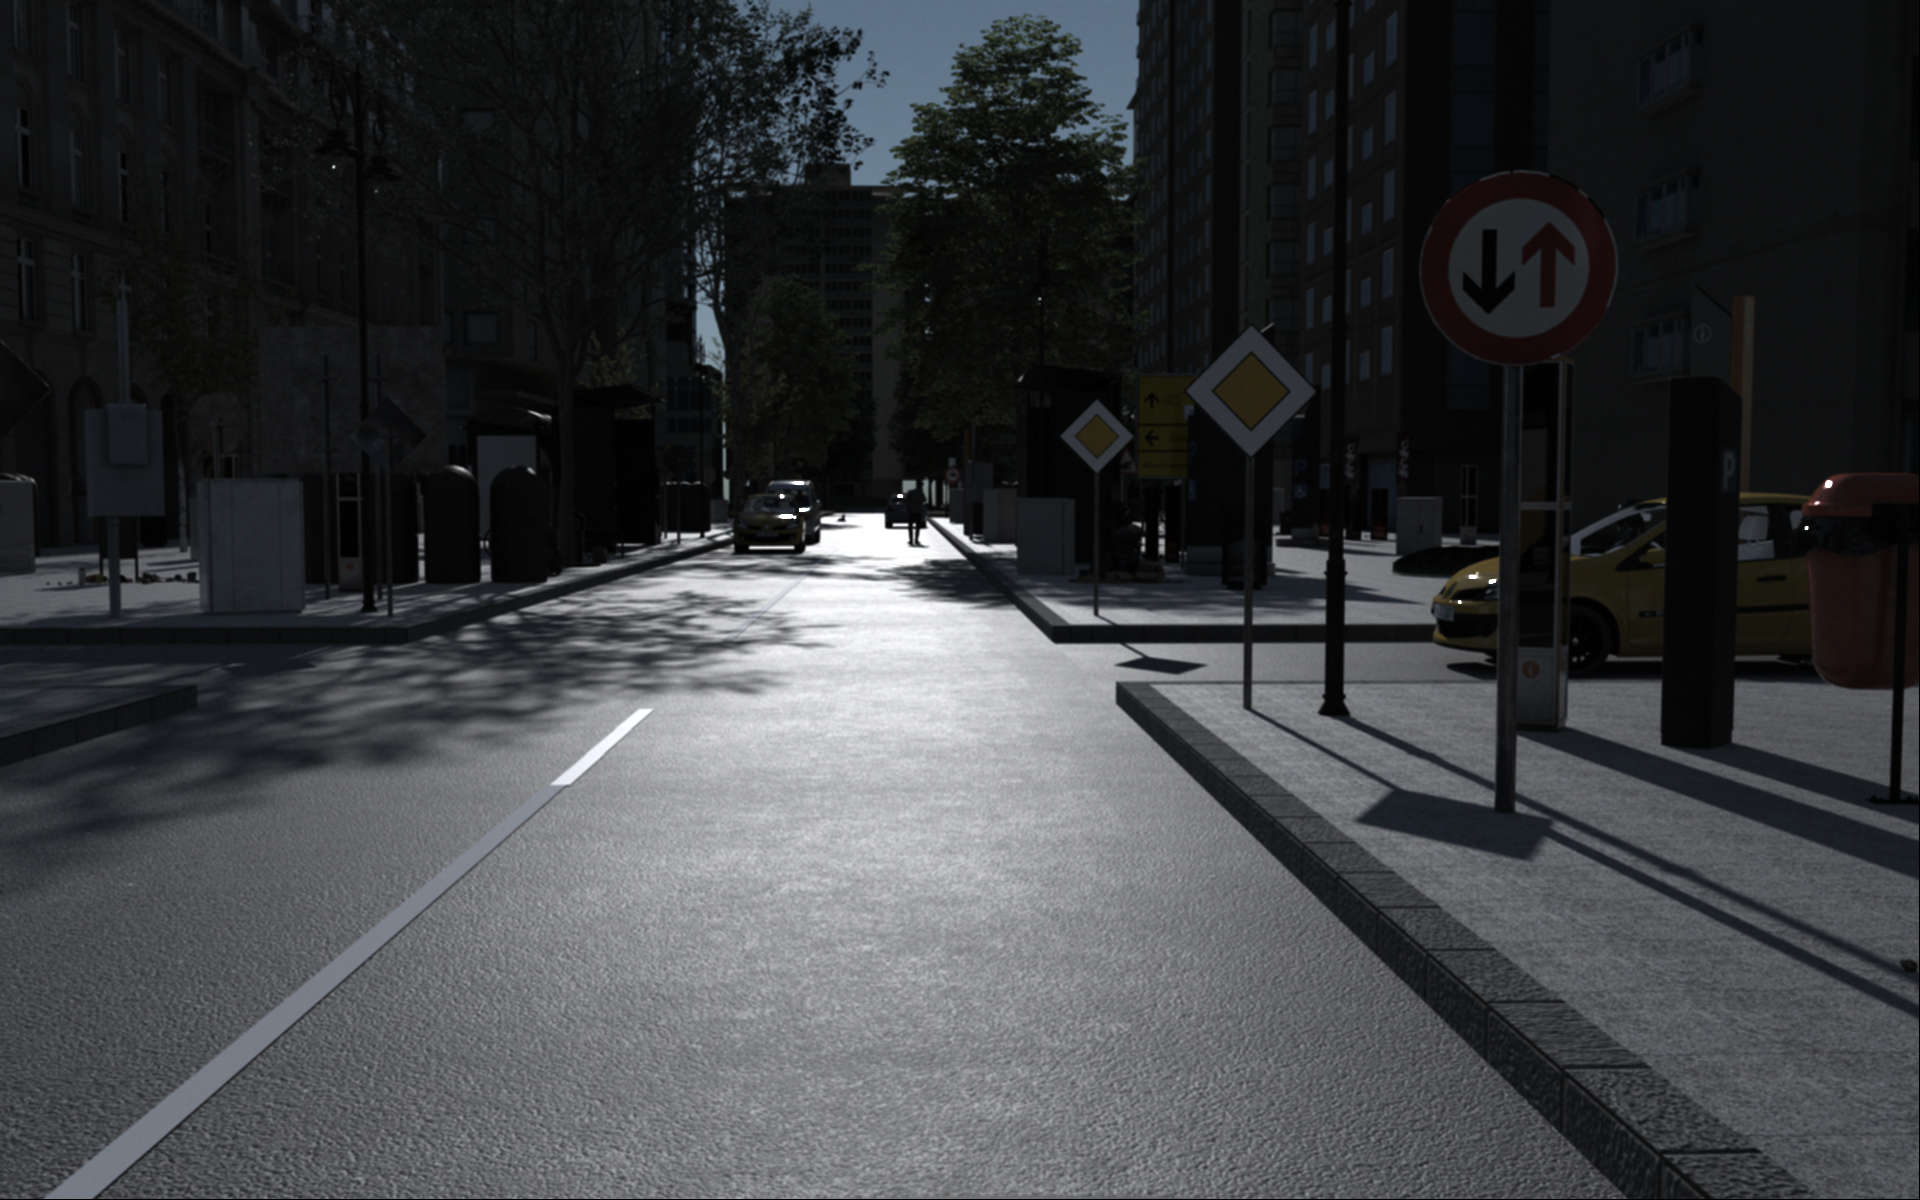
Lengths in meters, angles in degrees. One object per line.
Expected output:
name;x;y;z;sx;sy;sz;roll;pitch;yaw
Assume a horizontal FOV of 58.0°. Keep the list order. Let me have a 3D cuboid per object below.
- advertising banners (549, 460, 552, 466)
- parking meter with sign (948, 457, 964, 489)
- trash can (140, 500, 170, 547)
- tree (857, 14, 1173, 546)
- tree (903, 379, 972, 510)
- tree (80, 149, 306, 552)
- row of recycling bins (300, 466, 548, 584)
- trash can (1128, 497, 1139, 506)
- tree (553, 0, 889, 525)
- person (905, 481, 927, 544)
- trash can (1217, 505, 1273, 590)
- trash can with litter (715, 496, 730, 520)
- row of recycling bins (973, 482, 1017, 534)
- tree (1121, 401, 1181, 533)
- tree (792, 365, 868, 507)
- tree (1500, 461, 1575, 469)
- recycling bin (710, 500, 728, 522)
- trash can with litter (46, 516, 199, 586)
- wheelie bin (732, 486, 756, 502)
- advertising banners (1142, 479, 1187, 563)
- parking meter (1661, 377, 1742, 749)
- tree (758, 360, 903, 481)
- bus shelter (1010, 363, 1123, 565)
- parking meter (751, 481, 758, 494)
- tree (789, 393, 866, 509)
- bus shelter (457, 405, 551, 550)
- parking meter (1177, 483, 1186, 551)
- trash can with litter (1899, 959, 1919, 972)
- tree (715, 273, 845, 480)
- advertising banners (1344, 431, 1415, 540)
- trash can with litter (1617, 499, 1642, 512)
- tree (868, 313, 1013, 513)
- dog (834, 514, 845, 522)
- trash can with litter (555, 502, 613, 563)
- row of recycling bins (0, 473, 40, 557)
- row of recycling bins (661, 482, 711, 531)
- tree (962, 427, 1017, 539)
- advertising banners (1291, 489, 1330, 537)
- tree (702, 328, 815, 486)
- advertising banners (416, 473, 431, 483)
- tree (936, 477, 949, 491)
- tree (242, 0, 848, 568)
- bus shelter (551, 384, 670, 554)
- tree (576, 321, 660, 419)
advertising banners;-21.769;-5.720;89.702;2.074;3.025;0.090;0;4;4
parking meter with sign;0.262;-5.309;83.064;1.738;3.016;0.543;-3;5;-43
trash can;-19.500;-1.848;41.876;0.748;1.137;0.748;0;3;0
tree;1.156;-7.572;41.926;7.486;12.596;7.792;0;3;0
tree;-2.320;-13.163;140.975;9.928;11.665;9.643;0;3;0
tree;-16.922;-5.363;38.044;4.737;8.622;4.395;0;3;0
row of recycling bins;-7.782;-1.102;25.130;3.534;1.692;1.069;0;4;-6
trash can;9.305;-4.994;93.306;0.748;1.137;0.748;0;3;0
tree;-9.314;-12.593;61.781;12.611;20.169;13.585;0;3;0
person;-1.277;-2.507;49.673;0.592;1.802;0.473;1;4;20
trash can;3.831;-0.713;23.315;0.748;1.137;0.748;0;3;0
trash can with litter;-11.940;-4.512;84.823;2.233;1.210;1.678;3;5;39
row of recycling bins;1.694;-3.078;57.441;1.069;1.692;3.534;3;5;41
tree;6.123;-4.519;57.597;4.285;4.588;4.351;0;3;0
tree;-12.442;-16.023;168.634;9.857;13.997;8.962;0;3;0
tree;13.535;-2.854;41.260;1.663;3.219;1.824;0;3;0
recycling bin;-10.987;-4.053;78.827;0.722;1.027;0.722;-2;4;-25
trash can with litter;-11.834;-0.858;25.081;2.233;1.210;1.678;0;4;-4
wheelie bin;-8.396;-3.621;67.118;0.693;1.594;0.980;-3;5;-41
advertising banners;3.959;-2.211;32.339;0.090;3.025;2.074;-2;4;-24
parking meter;3.793;-0.192;8.858;0.255;1.863;0.399;3;5;42
tree;-11.269;-12.513;130.336;9.928;11.665;9.643;0;3;0
bus shelter;2.039;-2.630;34.284;1.731;3.624;6.357;0;4;-2
parking meter;-9.436;-4.522;79.642;0.255;1.863;0.399;-1;4;-17
tree;-12.048;-13.305;151.948;8.767;10.594;7.601;2;4;24
bus shelter;-10.512;-2.954;42.217;2.014;3.302;5.546;0;4;-2
parking meter;5.065;-1.876;39.086;0.372;1.533;0.369;0;3;0
trash can with litter;3.785;0.391;4.665;2.233;1.210;1.678;2;4;26
tree;-8.556;-10.465;89.230;7.486;12.596;7.792;0;3;0
advertising banners;11.679;-3.188;48.305;2.074;3.025;0.090;-1;4;-9
trash can with litter;13.569;-1.448;35.054;0.624;1.170;1.055;2;4;35
tree;-0.584;-12.933;118.105;9.857;13.997;8.962;0;3;0
dog;-6.230;-4.286;90.263;0.748;0.427;0.550;-1;4;-14
trash can with litter;-7.018;-1.280;32.313;1.055;1.170;0.624;-1;4;-11
row of recycling bins;-19.126;-1.653;34.136;1.069;1.692;3.534;0;4;-7
row of recycling bins;-9.803;-3.289;60.888;1.069;1.692;3.534;-2;4;-33
tree;0.775;-3.407;50.309;1.663;3.219;1.824;0;3;0
advertising banners;10.942;-3.401;51.796;2.074;3.025;0.090;0;4;-5
tree;-9.284;-7.685;76.016;4.360;8.622;3.978;0;3;0
advertising banners;-13.524;-2.771;41.492;2.074;3.025;0.090;-3;5;-41
tree;-2.077;-13.150;165.358;4.360;8.622;3.978;0;3;0
tree;-6.848;-7.320;30.048;12.009;13.543;11.850;0;3;0
bus shelter;-7.971;-2.981;40.016;1.731;3.624;6.357;0;4;-2
tree;-14.883;-7.569;74.123;4.360;8.622;3.978;0;3;0
